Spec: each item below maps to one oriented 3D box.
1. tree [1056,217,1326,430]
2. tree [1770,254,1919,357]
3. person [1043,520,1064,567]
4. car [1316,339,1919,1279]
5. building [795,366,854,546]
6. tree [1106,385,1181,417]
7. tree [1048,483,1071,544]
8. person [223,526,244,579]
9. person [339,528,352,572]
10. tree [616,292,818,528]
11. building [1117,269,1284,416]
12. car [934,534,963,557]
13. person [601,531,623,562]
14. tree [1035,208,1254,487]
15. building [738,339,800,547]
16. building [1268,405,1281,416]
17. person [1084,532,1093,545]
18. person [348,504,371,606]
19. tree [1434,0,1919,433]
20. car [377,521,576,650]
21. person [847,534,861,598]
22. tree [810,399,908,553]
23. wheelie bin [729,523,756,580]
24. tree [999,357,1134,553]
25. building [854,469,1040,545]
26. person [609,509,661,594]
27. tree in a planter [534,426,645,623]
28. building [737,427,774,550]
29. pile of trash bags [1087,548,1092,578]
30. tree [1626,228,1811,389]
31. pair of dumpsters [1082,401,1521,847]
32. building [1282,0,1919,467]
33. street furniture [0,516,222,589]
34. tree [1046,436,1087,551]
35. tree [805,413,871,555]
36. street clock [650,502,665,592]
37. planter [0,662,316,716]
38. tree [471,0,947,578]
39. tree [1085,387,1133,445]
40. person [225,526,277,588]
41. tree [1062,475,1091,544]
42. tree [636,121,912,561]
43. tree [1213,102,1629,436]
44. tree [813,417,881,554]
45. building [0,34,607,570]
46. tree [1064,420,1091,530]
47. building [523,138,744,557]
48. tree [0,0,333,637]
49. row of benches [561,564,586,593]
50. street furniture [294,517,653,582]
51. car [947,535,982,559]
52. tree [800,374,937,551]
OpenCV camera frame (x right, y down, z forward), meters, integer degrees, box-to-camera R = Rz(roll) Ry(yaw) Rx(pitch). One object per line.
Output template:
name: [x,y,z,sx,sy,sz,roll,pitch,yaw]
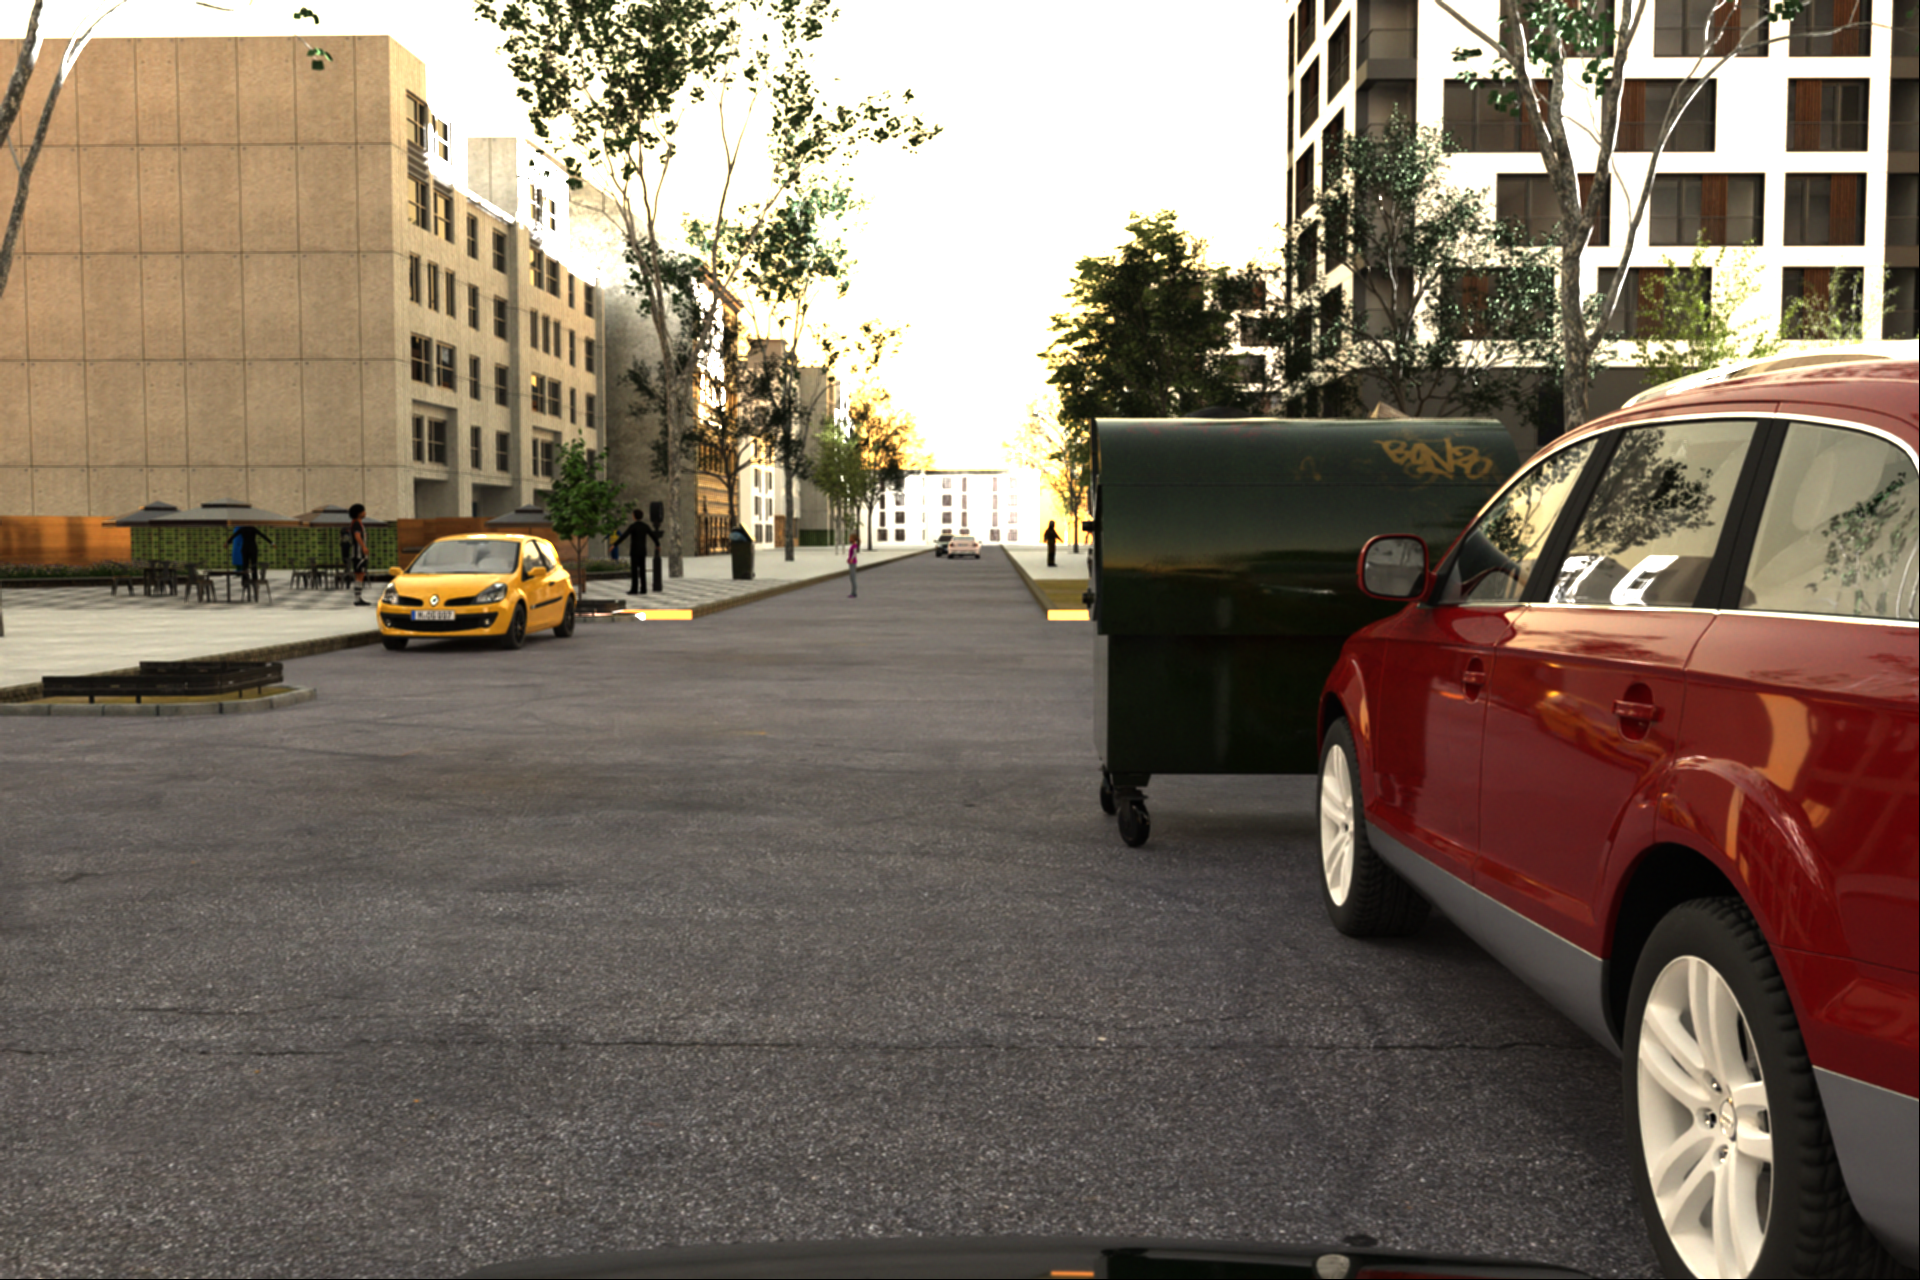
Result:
tree: [6.509,-7.090,50.336,8.767,10.594,7.601,1,4,20]
tree: [23.295,-5.885,46.575,4.360,8.622,3.978,0,3,0]
person: [3.650,-3.842,68.592,0.705,1.858,1.354,3,4,36]
car: [2.329,0.252,4.555,2.281,1.827,5.304,0,4,1]
building: [-21.920,-20.323,198.739,16.747,18.905,31.486,0,4,2]
tree: [7.468,-7.293,69.609,4.360,8.622,3.978,0,3,0]
tree: [13.649,-16.902,226.710,4.737,8.622,4.395,0,3,0]
person: [-20.747,-2.672,49.818,1.347,1.817,0.704,3,5,39]
person: [-18.548,-2.840,52.205,0.705,1.856,1.354,-1,4,-22]
tree: [-8.965,-8.112,67.041,7.601,10.594,8.767,1,4,20]
building: [27.244,-18.722,150.083,27.936,21.610,32.646,0,4,1]
car: [-0.630,-6.087,109.301,2.009,1.686,4.222,0,4,1]
person: [-13.812,-3.819,68.905,1.216,1.772,0.721,3,4,36]
tree: [6.461,-8.711,60.559,7.486,12.596,7.792,0,3,0]
building: [-22.058,-19.112,168.900,16.016,20.090,11.380,0,4,1]
building: [25.119,-9.845,103.110,9.099,9.664,28.070,0,4,1]
person: [4.470,-3.056,56.764,1.217,1.733,0.721,-3,5,-44]
person: [-10.747,-1.524,31.067,0.704,1.843,1.345,-1,4,-21]
tree: [8.700,-10.309,24.440,12.611,20.169,13.585,0,3,0]
car: [-6.278,-0.763,22.704,2.015,1.641,3.980,0,4,1]
person: [-2.476,-1.676,39.121,0.599,1.433,0.991,0,4,-8]
tree: [-6.767,-11.293,119.056,7.601,10.594,8.767,-3,5,-43]
wheelie bin: [-6.163,-2.514,49.004,0.693,1.594,0.980,0,4,3]
tree: [7.699,-12.525,115.147,12.009,13.543,11.850,0,3,0]
building: [-4.216,-17.088,223.990,28.070,9.664,9.099,1,4,10]
person: [-6.878,-1.879,36.907,0.705,1.806,1.347,3,5,42]
tree in a planter: [-6.366,-1.937,28.893,1.991,3.239,1.994,0,4,1]
building: [-20.373,-12.649,148.957,9.099,9.664,28.070,0,4,1]
pile of trash bags: [3.728,-1.725,37.951,1.912,1.369,3.447,0,4,-1]
tree: [18.419,-5.646,42.676,4.737,8.622,4.395,0,3,0]
pair of dumpsters: [2.807,-0.210,8.379,4.436,2.255,1.574,0,4,1]
building: [26.431,-13.764,69.009,27.936,21.610,32.646,0,4,1]
street furniture: [-22.754,-2.258,43.768,9.812,1.723,11.010,3,4,38]
tree: [8.256,-11.021,130.558,4.360,8.622,3.978,0,3,0]
tree: [-7.421,-9.431,104.567,4.737,8.622,4.395,0,3,0]
street clock: [-6.758,-2.083,38.634,0.358,2.002,0.471,0,4,1]
planter: [-6.606,0.400,14.604,1.991,0.319,1.994,0,4,2]
tree: [-7.263,-11.845,49.552,12.611,20.169,13.585,0,3,0]
tree: [7.357,-8.085,82.556,4.360,8.622,3.978,0,3,0]
person: [-16.787,-2.096,40.989,1.216,1.740,0.721,0,4,-2]
tree: [16.472,-17.417,219.178,7.601,10.594,8.767,0,4,-4]
tree: [-8.690,-13.768,81.000,12.611,20.169,13.585,0,3,0]
tree: [9.906,-6.268,36.888,8.767,10.594,7.601,0,4,-4]
tree: [-7.142,-9.746,109.711,4.737,8.622,4.395,0,3,0]
building: [-27.993,-12.920,77.698,16.747,18.905,31.486,0,4,2]
tree: [7.342,-8.841,94.917,4.360,8.622,3.978,0,3,0]
building: [-23.992,-16.807,105.727,19.493,23.208,18.063,0,4,0]
tree: [-11.079,-10.034,19.951,12.611,20.169,13.585,0,3,0]
row of benches: [-8.764,-1.240,35.743,1.422,0.672,4.104,1,4,9]
street furniture: [-12.083,-2.571,48.882,9.812,1.723,11.010,1,4,17]
car: [0.247,-5.467,101.743,2.083,1.381,4.827,0,4,1]
tree: [-6.923,-13.587,132.513,12.009,13.543,11.850,0,3,0]
